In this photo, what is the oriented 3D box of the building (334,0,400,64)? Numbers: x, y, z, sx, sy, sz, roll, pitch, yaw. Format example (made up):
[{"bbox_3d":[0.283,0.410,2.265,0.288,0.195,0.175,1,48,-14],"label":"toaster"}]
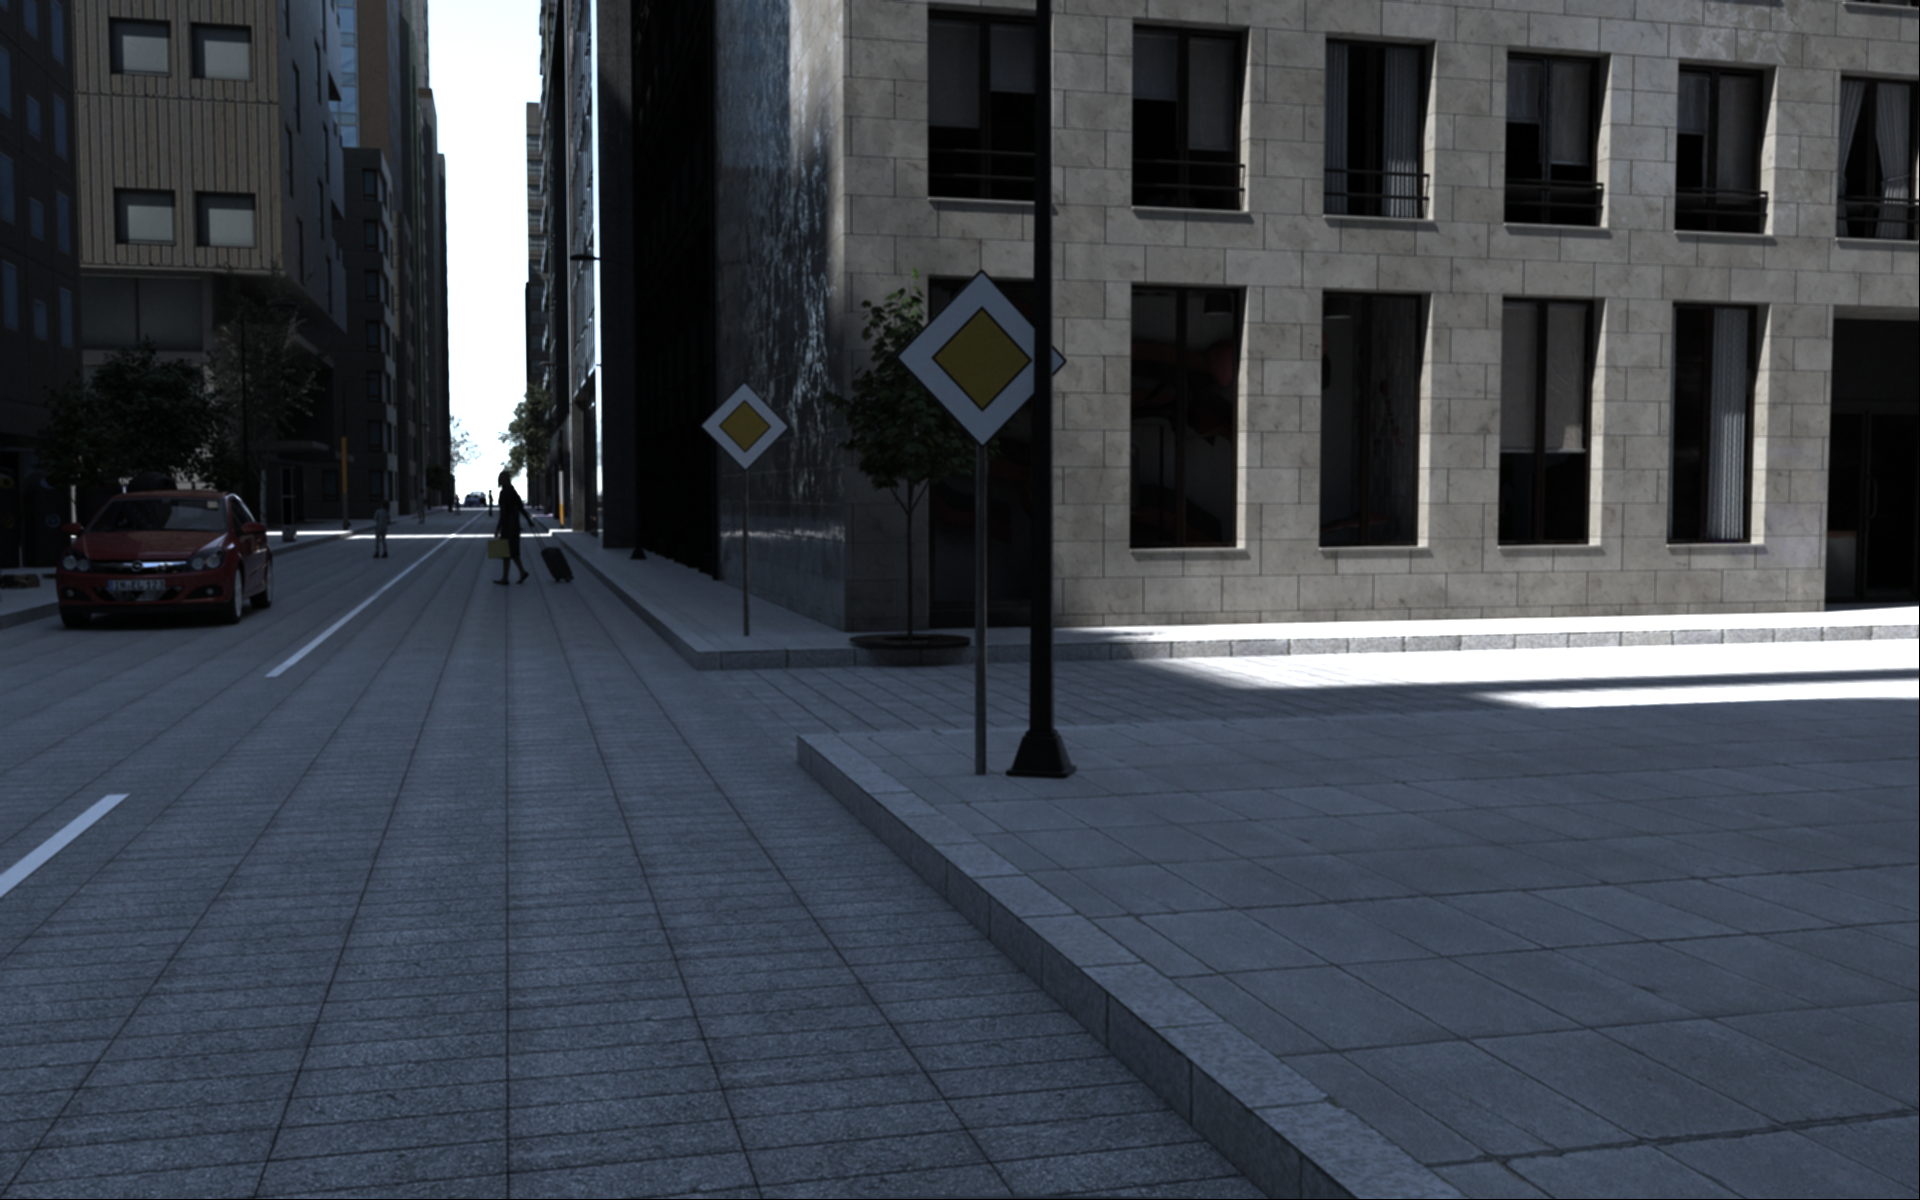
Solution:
[{"bbox_3d":[-45.949,-28.676,118.969,14.600,45.320,14.200,-1,4,-15],"label":"building"}]

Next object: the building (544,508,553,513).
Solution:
[{"bbox_3d":[-13.548,-26.474,124.736,32.217,40.220,23.993,-1,4,-15],"label":"building"}]

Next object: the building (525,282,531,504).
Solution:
[{"bbox_3d":[-52.188,-28.462,237.062,14.160,30.474,14.107,-1,4,-15],"label":"building"}]

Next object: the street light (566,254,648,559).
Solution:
[{"bbox_3d":[-6.862,-3.748,33.820,1.470,5.913,1.316,-1,4,-15],"label":"street light"}]

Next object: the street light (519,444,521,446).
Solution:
[{"bbox_3d":[-33.368,-9.909,134.549,1.470,5.913,1.316,-1,4,-15],"label":"street light"}]

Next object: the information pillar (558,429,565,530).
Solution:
[{"bbox_3d":[-14.433,-4.359,62.631,0.183,3.616,0.504,-1,4,-23],"label":"information pillar"}]

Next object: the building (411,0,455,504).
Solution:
[{"bbox_3d":[-74.084,-47.520,215.210,20.563,71.187,20.611,-1,4,-15],"label":"building"}]

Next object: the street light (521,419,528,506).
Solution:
[{"bbox_3d":[-26.234,-8.245,107.348,1.470,5.913,1.316,-1,4,-15],"label":"street light"}]

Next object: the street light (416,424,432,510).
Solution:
[{"bbox_3d":[-35.936,-8.700,114.786,1.470,5.913,1.316,-1,4,-15],"label":"street light"}]

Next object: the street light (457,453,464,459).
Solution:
[{"bbox_3d":[-57.060,-13.621,195.237,1.470,5.913,1.316,-1,4,-15],"label":"street light"}]

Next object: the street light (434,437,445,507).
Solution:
[{"bbox_3d":[-42.887,-10.342,141.638,1.470,5.913,1.316,-1,4,-15],"label":"street light"}]

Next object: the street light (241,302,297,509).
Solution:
[{"bbox_3d":[-16.760,-4.248,41.997,1.470,5.913,1.316,-1,4,-15],"label":"street light"}]

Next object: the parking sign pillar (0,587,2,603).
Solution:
[{"bbox_3d":[-12.016,-1.935,20.108,1.447,3.967,1.447,0,4,4],"label":"parking sign pillar"}]

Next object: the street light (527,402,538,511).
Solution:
[{"bbox_3d":[-21.094,-7.065,88.049,1.470,5.913,1.316,-1,4,-15],"label":"street light"}]

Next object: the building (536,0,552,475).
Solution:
[{"bbox_3d":[-24.595,-32.420,149.670,23.786,49.044,30.456,-1,4,-15],"label":"building"}]

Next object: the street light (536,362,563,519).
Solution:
[{"bbox_3d":[-14.086,-5.423,61.211,1.470,5.913,1.316,-1,4,-15],"label":"street light"}]

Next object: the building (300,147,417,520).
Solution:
[{"bbox_3d":[-45.950,-15.439,97.463,27.650,21.520,28.899,-1,4,-15],"label":"building"}]

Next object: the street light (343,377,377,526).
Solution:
[{"bbox_3d":[-23.870,-5.891,68.860,1.470,5.913,1.316,-1,4,-15],"label":"street light"}]

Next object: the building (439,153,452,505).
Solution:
[{"bbox_3d":[-66.590,-31.596,200.182,14.154,41.232,14.086,-1,4,-15],"label":"building"}]

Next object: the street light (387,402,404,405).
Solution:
[{"bbox_3d":[-28.870,-7.048,87.780,1.470,5.913,1.316,-1,4,-15],"label":"street light"}]

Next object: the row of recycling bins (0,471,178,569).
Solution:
[{"bbox_3d":[-15.817,-1.452,30.845,3.534,1.692,1.069,-3,5,-44],"label":"row of recycling bins"}]

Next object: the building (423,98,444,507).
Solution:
[{"bbox_3d":[-59.559,-29.883,172.189,14.154,41.232,14.086,-1,4,-15],"label":"building"}]

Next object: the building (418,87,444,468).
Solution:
[{"bbox_3d":[-63.178,-32.769,185.887,14.600,45.320,14.200,-1,4,-15],"label":"building"}]

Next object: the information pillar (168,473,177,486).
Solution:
[{"bbox_3d":[-25.422,-3.138,55.793,0.304,2.012,0.304,-1,4,-8],"label":"information pillar"}]

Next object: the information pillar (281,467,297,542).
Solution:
[{"bbox_3d":[-18.021,-2.569,46.493,0.304,2.012,0.304,0,4,-7],"label":"information pillar"}]

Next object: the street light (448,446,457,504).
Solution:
[{"bbox_3d":[-49.948,-11.977,168.364,1.470,5.913,1.316,-1,4,-15],"label":"street light"}]

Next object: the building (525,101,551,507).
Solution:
[{"bbox_3d":[-38.981,-30.689,185.352,14.154,41.232,14.086,-1,4,-15],"label":"building"}]

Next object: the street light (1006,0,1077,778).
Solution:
[{"bbox_3d":[-0.149,-2.148,7.665,1.470,5.913,1.316,-1,4,-15],"label":"street light"}]

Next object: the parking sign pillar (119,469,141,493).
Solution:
[{"bbox_3d":[-25.307,-3.926,52.661,1.447,3.967,1.447,0,4,-4],"label":"parking sign pillar"}]

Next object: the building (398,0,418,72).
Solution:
[{"bbox_3d":[-53.303,-28.334,146.861,14.154,41.232,14.086,-1,4,-15],"label":"building"}]

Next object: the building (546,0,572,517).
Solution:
[{"bbox_3d":[-17.592,-20.344,104.323,14.160,30.474,14.107,-1,4,-15],"label":"building"}]
